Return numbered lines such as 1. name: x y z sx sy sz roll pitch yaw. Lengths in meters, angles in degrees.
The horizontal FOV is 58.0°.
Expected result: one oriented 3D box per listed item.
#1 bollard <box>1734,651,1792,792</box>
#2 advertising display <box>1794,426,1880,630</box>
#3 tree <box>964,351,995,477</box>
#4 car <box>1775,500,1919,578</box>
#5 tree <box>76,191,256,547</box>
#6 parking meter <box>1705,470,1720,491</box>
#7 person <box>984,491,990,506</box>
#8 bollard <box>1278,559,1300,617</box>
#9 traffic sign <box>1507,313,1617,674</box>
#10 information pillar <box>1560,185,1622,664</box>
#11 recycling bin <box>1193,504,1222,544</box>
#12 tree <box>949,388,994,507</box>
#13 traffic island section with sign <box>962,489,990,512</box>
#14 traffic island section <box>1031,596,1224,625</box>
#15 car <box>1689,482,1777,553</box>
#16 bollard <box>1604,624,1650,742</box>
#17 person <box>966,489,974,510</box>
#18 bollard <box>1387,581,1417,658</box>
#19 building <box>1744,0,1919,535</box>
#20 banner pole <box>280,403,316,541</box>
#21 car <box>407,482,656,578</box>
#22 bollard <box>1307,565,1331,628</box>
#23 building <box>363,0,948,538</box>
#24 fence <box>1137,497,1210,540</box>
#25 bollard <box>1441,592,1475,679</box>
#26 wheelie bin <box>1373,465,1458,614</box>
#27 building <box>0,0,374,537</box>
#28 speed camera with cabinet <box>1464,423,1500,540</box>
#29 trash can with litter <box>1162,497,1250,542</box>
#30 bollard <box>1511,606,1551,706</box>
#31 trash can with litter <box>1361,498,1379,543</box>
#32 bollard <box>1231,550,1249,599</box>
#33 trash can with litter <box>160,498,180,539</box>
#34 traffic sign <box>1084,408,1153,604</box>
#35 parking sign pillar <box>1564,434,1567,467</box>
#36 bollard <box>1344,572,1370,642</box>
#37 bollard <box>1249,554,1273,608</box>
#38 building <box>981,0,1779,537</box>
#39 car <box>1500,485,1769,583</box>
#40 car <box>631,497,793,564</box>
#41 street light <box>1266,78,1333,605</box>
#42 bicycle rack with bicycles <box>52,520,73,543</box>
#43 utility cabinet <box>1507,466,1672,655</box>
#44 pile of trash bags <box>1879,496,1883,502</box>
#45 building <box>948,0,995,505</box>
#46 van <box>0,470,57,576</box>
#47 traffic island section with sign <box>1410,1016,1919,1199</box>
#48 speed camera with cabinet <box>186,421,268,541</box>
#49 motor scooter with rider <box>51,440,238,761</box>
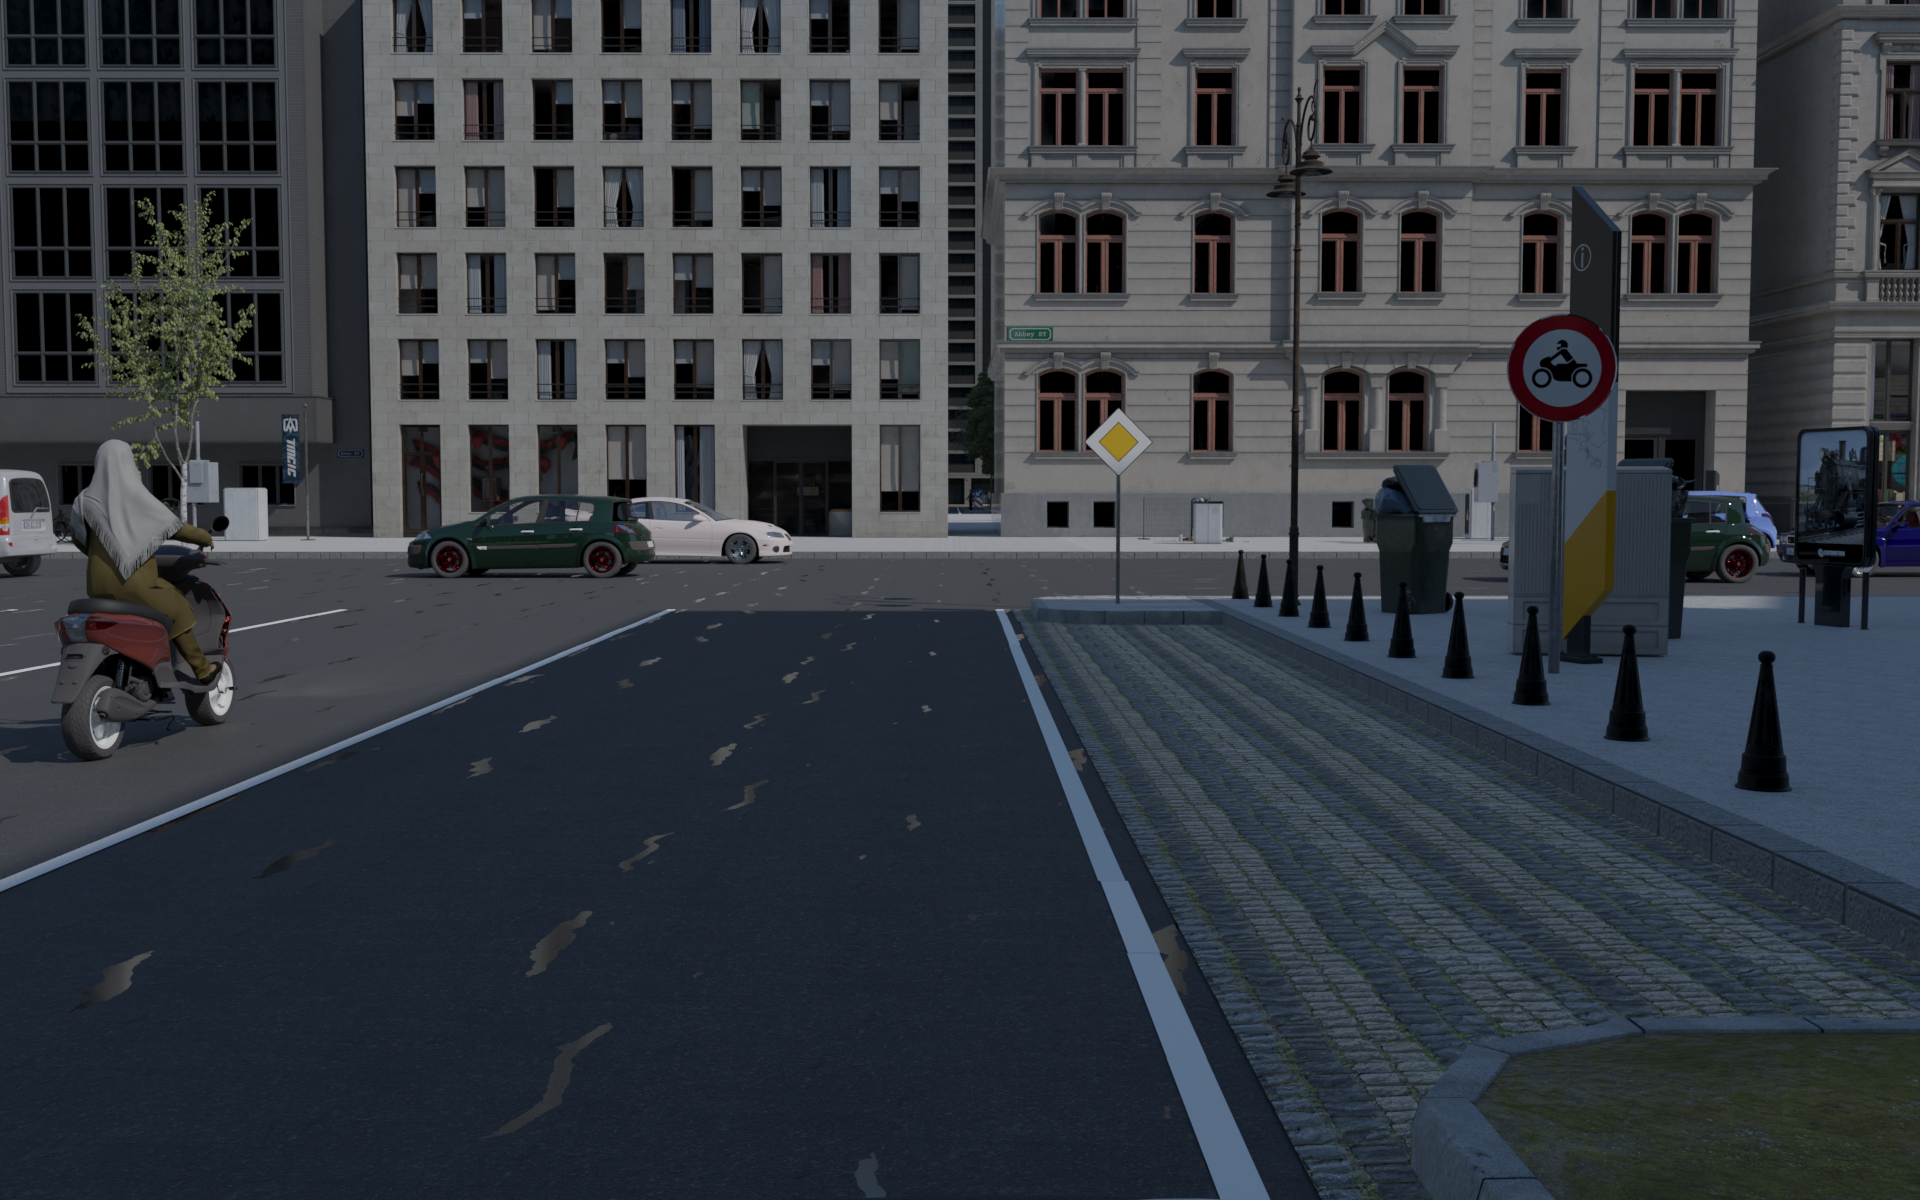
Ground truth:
1. bollard: 3.503 0.520 7.537 0.229 0.601 0.229 0 3 0
2. advertising display: 8.467 -0.706 16.764 0.123 1.923 0.974 -1 4 -13
3. tree: 4.293 -15.251 156.783 7.806 13.903 7.818 0 3 0
4. car: 16.557 -1.091 30.426 3.894 1.354 1.945 0 4 -2
5. tree: -19.099 -5.620 42.243 4.737 8.622 4.395 0 3 0
6. parking meter: 18.566 -2.267 42.770 0.255 1.863 0.399 3 4 37
7. person: 3.280 -11.467 196.713 1.217 1.735 0.721 1 4 22
8. bollard: 3.451 -0.129 18.154 0.229 0.601 0.229 0 3 0
9. traffic sign: 4.252 -0.747 12.326 0.768 2.556 0.104 0 4 3
10. information pillar: 4.747 -1.326 13.037 0.183 3.616 0.504 -1 4 -19
11. recycling bin: 6.383 -1.962 44.629 0.722 1.027 0.722 0 4 7
12. tree: 3.251 -16.173 174.804 12.009 13.543 11.850 0 3 0
13. traffic island section with sign: 1.336 -7.785 135.908 1.989 1.847 2.006 0 4 0
14. traffic island section: 1.868 0.121 20.306 2.009 0.180 2.903 0 4 0
15. car: 15.622 -1.707 37.493 3.694 1.707 1.945 0 4 1
16. bollard: 3.494 0.427 9.056 0.229 0.601 0.229 0 3 0
17. person: 0.830 -7.985 139.185 0.705 1.807 1.348 -2 4 -26
18. bollard: 3.476 0.149 13.607 0.229 0.601 0.229 0 3 0
19. building: 34.696 -13.829 54.980 19.941 23.489 11.050 0 4 0
20. banner pole: -18.299 -3.538 47.856 0.863 3.779 0.401 -1 4 -10
21. car: -7.443 -1.247 30.181 4.222 1.686 2.009 0 4 1
22. bollard: 3.457 -0.037 16.644 0.229 0.601 0.229 0 3 0
23. building: -8.773 -12.265 55.285 16.860 20.320 10.420 0 4 0
24. fence: 6.162 -2.324 49.207 2.264 1.192 0.480 -1 4 -21
25. bollard: 3.482 0.241 12.097 0.229 0.601 0.229 0 3 0
26. wheelie bin: 4.879 -0.661 18.709 0.980 1.594 0.693 -2 4 -33
27. building: -29.565 -16.087 56.523 24.014 27.812 14.314 0 4 0
28. speed camera with cabinet: 14.724 -3.338 48.911 0.660 3.252 2.038 0 4 7
29. trash can with litter: 6.689 -2.167 46.481 2.233 1.210 1.678 3 5 42
30. bollard: 3.494 0.334 10.579 0.229 0.601 0.229 0 3 0
31. trash can with litter: 11.098 -2.112 45.921 0.624 1.170 1.055 -1 4 -20
32. bollard: 3.434 -0.315 21.187 0.229 0.601 0.229 0 3 0
33. trash can with litter: -22.404 -2.296 48.924 0.624 1.170 1.055 -2 4 -31
34. traffic sign: 1.845 -1.014 20.229 0.795 2.450 0.064 0 4 0
35. parking sign pillar: 17.475 -3.668 48.450 1.447 3.967 1.447 -1 4 -16
36. bollard: 3.471 0.056 15.133 0.229 0.601 0.229 0 3 0
37. bollard: 3.445 -0.222 19.665 0.229 0.601 0.229 0 3 0
38. building: 12.316 -16.480 56.841 23.554 28.519 14.401 0 4 0
39. car: 11.095 -1.146 28.525 4.222 1.686 2.009 0 4 -1
40. car: -5.921 -1.461 36.244 4.827 1.381 2.083 0 4 1
41. street light: 3.851 -2.878 19.837 0.468 5.910 1.993 0 4 0
42. bicycle rack with bicycles: -24.097 -1.984 45.821 2.925 0.926 2.852 -1 4 -13
43. utility cabinet: 4.988 -0.310 13.753 1.173 1.500 0.318 1 4 8
44. pile of trash bags: 23.818 -2.210 45.889 3.447 1.369 1.912 -3 5 -43
45. building: 6.103 -47.728 218.603 20.611 71.187 20.563 0 4 0
46. van: -17.853 -1.389 29.722 4.112 2.044 2.013 0 4 2
47. traffic island section with sign: 1.951 0.332 3.196 1.989 1.847 2.006 0 4 0
48. speed camera with cabinet: -20.026 -3.238 47.284 2.038 3.252 0.660 0 4 4
49. motor scooter with rider: -4.636 -0.061 9.965 0.876 1.779 1.986 0 4 1
